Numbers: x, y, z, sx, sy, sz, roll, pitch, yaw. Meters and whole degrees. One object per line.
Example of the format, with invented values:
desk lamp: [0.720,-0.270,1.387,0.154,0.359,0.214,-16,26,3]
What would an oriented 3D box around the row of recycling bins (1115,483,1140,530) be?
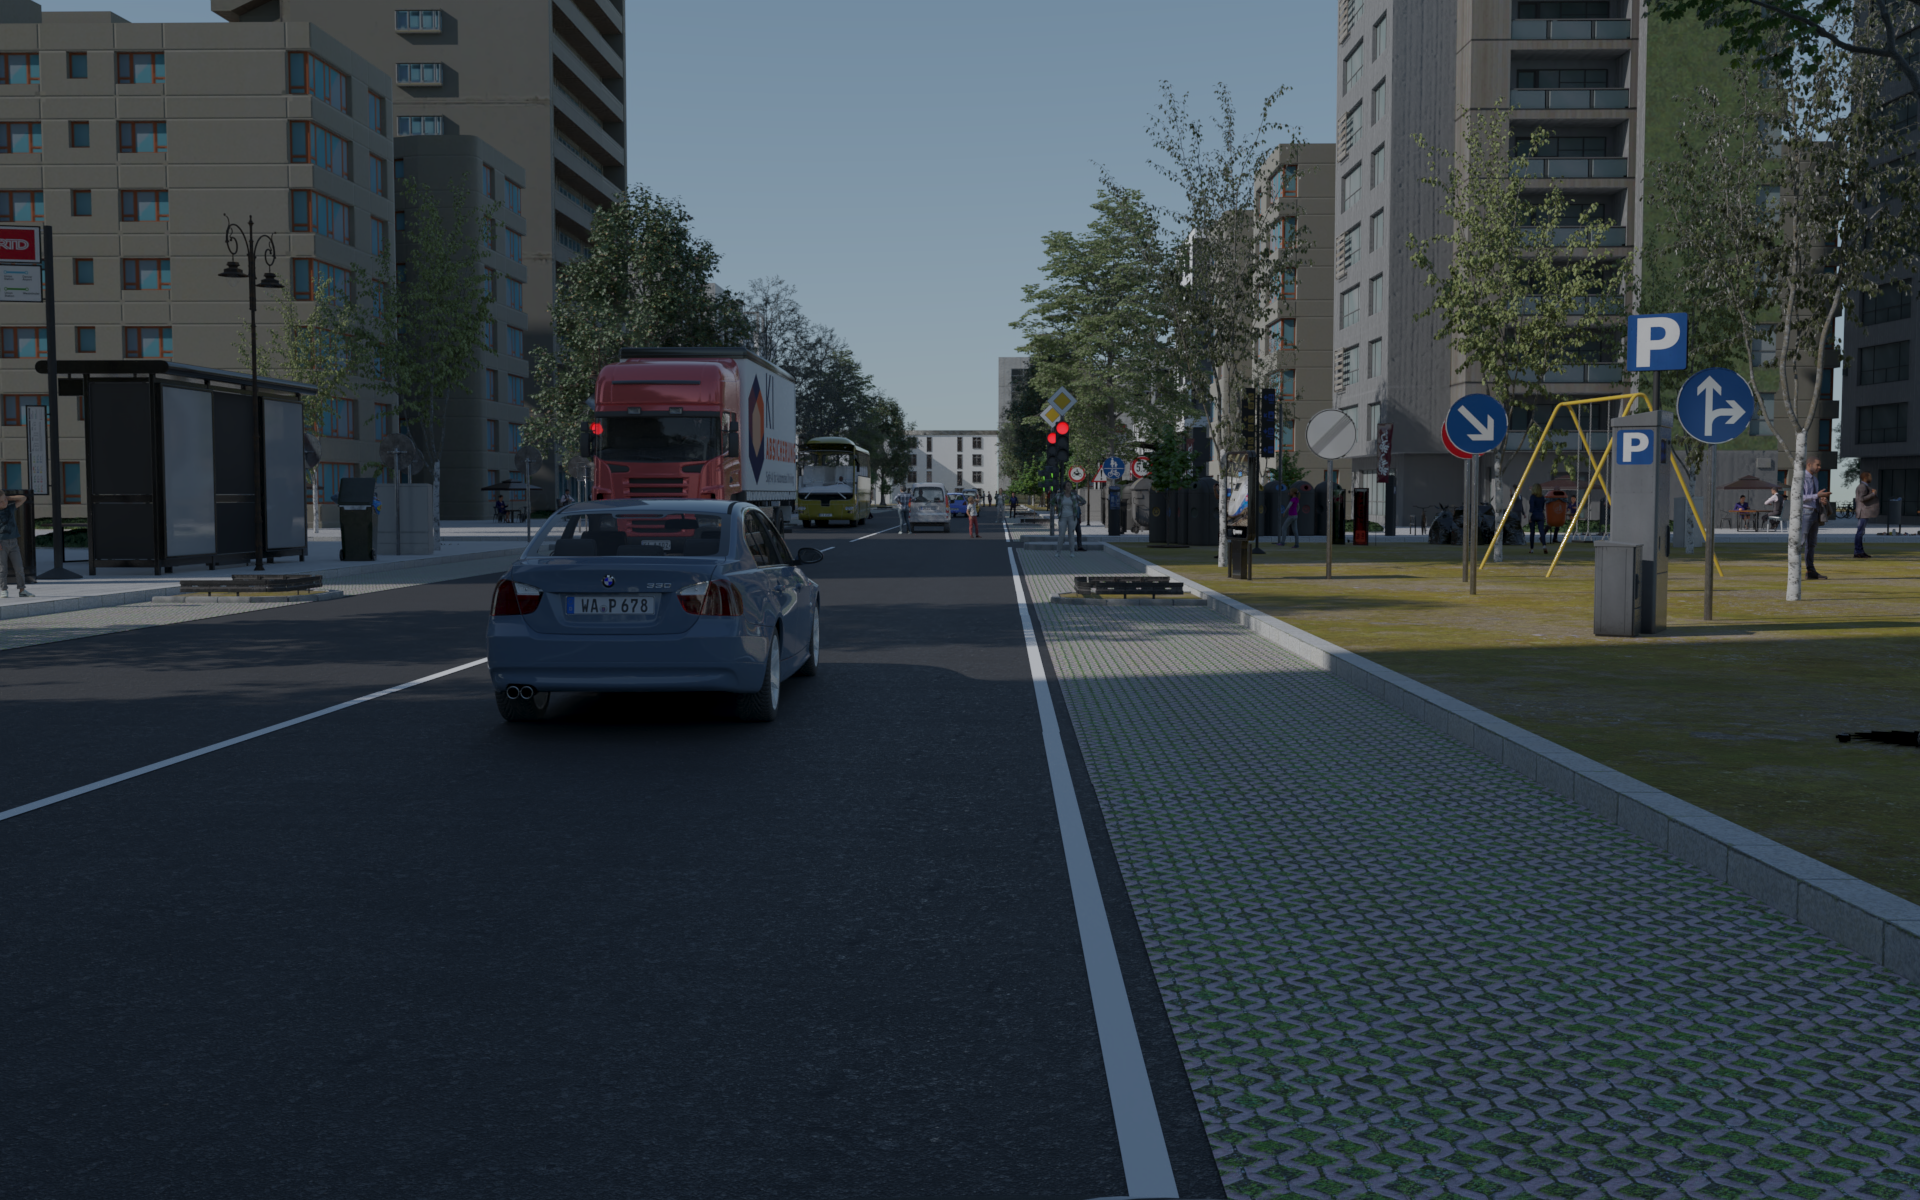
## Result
row of recycling bins: [6.986,-3.286,60.843,1.069,1.692,3.534,-3,4,-36]

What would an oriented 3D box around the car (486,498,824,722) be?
car: [-2.007,-0.011,12.188,2.014,1.417,4.499,0,4,1]

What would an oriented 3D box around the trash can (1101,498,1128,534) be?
trash can: [5.023,-2.666,55.245,0.748,1.137,0.748,0,3,0]

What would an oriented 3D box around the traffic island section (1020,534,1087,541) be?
traffic island section: [2.847,-1.887,53.133,2.009,0.180,2.903,0,4,1]

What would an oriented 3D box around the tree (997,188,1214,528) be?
tree: [5.663,-8.948,64.423,7.486,12.596,7.792,0,3,0]

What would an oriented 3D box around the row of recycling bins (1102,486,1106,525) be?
row of recycling bins: [6.974,-4.095,74.063,1.069,1.692,3.534,2,4,27]

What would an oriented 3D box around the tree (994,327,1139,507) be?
tree: [7.158,-12.360,119.087,9.611,12.733,9.660,0,3,0]

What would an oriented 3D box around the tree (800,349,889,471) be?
tree: [-9.415,-13.272,135.126,7.486,12.596,7.792,0,3,0]

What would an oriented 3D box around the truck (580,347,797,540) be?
truck: [-5.232,-2.844,35.409,2.839,4.237,11.283,0,4,1]

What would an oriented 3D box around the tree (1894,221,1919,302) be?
tree: [24.985,-6.273,36.972,8.767,10.594,7.601,-1,4,-10]

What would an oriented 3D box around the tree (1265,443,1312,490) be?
tree: [12.358,-4.362,65.926,1.663,3.219,1.824,0,3,0]

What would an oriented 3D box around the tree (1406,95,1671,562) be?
tree: [10.199,-5.011,32.296,4.737,8.622,4.395,0,3,0]

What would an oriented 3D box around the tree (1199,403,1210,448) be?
tree: [18.652,-10.400,120.410,4.737,8.622,4.395,0,3,0]

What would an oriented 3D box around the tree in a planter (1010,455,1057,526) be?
tree in a planter: [3.394,-4.981,78.667,1.991,3.239,1.994,0,4,1]

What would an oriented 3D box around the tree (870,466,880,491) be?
tree: [-9.604,-11.507,171.849,4.285,4.588,4.351,0,3,0]

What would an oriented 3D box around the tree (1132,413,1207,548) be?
tree: [5.003,-2.857,41.312,1.663,3.219,1.824,0,3,0]

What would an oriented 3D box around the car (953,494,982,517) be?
car: [0.396,-6.178,111.241,2.015,1.641,3.980,0,4,0]

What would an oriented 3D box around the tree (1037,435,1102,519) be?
tree: [5.649,-6.486,89.760,4.285,4.588,4.351,0,3,0]

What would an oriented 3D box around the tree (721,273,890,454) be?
tree: [-11.048,-11.374,96.334,12.009,13.543,11.850,0,3,0]

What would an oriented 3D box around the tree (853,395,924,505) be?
tree: [-8.801,-17.094,196.499,9.611,12.733,9.660,0,3,0]

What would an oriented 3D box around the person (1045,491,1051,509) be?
person: [7.445,-8.559,145.950,0.705,1.831,1.348,1,4,16]

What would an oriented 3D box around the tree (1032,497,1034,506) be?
tree: [8.112,-14.794,192.236,4.737,8.622,4.395,0,3,0]

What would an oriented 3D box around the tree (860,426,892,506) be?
tree: [-9.422,-14.537,188.035,4.360,8.622,3.978,0,3,0]

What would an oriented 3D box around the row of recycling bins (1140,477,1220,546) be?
row of recycling bins: [5.811,-2.280,44.383,1.069,1.692,3.534,-1,4,-15]

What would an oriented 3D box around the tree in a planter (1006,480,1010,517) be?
tree in a planter: [3.991,-6.634,105.695,1.991,3.239,1.994,0,4,1]

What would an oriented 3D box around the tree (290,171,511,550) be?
tree: [-12.105,-5.444,39.379,4.737,8.622,4.395,0,3,0]

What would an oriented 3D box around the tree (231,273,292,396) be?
tree: [-21.298,-6.483,56.353,4.737,8.622,4.395,0,3,0]

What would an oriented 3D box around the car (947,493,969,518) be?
car: [-0.321,-5.956,106.973,1.945,1.707,3.694,0,4,1]

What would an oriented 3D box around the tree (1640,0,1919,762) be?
tree: [5.220,-5.054,8.393,9.928,11.665,9.643,0,3,0]

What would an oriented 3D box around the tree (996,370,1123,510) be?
tree: [7.988,-14.075,140.493,12.009,13.543,11.850,0,3,0]

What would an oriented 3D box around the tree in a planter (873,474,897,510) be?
tree in a planter: [-6.705,-9.655,155.081,1.991,3.239,1.994,0,4,1]

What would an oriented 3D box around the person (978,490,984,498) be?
person: [1.944,-10.998,187.948,1.348,1.869,0.705,0,4,7]

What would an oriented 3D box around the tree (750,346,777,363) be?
tree: [-10.899,-8.308,86.205,4.737,8.622,4.395,0,3,0]

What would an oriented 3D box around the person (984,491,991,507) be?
person: [3.079,-11.188,191.953,0.750,1.759,0.617,-1,4,-13]

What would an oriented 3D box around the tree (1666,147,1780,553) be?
tree: [15.801,-5.329,37.498,4.737,8.622,4.395,0,3,0]

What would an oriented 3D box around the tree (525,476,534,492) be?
tree: [-25.302,-6.432,99.770,1.663,3.219,1.824,0,3,0]

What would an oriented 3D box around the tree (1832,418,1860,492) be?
tree: [60.617,-8.910,108.587,11.467,7.101,20.602,0,4,4]

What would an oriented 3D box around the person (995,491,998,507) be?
person: [4.141,-11.405,195.002,0.705,1.821,1.348,0,4,-4]

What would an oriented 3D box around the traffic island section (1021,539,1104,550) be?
traffic island section: [2.673,-1.399,45.150,2.009,0.180,2.903,0,4,1]

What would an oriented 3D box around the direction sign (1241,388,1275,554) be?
direction sign: [6.374,-2.757,37.077,0.876,3.537,0.379,-2,4,-28]

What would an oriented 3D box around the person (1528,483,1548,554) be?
person: [12.469,-1.757,37.309,0.480,1.512,0.613,-2,4,-31]

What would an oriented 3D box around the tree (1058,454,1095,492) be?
tree: [5.395,-5.421,83.238,1.663,3.219,1.824,0,3,0]

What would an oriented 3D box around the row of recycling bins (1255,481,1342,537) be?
row of recycling bins: [10.020,-2.801,52.913,3.534,1.692,1.069,-1,4,-19]

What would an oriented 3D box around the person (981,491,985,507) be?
person: [2.656,-11.395,194.891,0.705,1.814,1.350,1,4,14]

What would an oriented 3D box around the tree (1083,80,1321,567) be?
tree: [4.423,-4.882,30.189,4.360,8.622,3.978,0,3,0]

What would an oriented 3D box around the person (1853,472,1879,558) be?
person: [18.102,-1.695,34.579,0.431,1.722,0.655,2,4,27]

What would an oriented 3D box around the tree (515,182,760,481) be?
tree: [-11.596,-8.991,64.016,9.611,12.733,9.660,0,3,0]
